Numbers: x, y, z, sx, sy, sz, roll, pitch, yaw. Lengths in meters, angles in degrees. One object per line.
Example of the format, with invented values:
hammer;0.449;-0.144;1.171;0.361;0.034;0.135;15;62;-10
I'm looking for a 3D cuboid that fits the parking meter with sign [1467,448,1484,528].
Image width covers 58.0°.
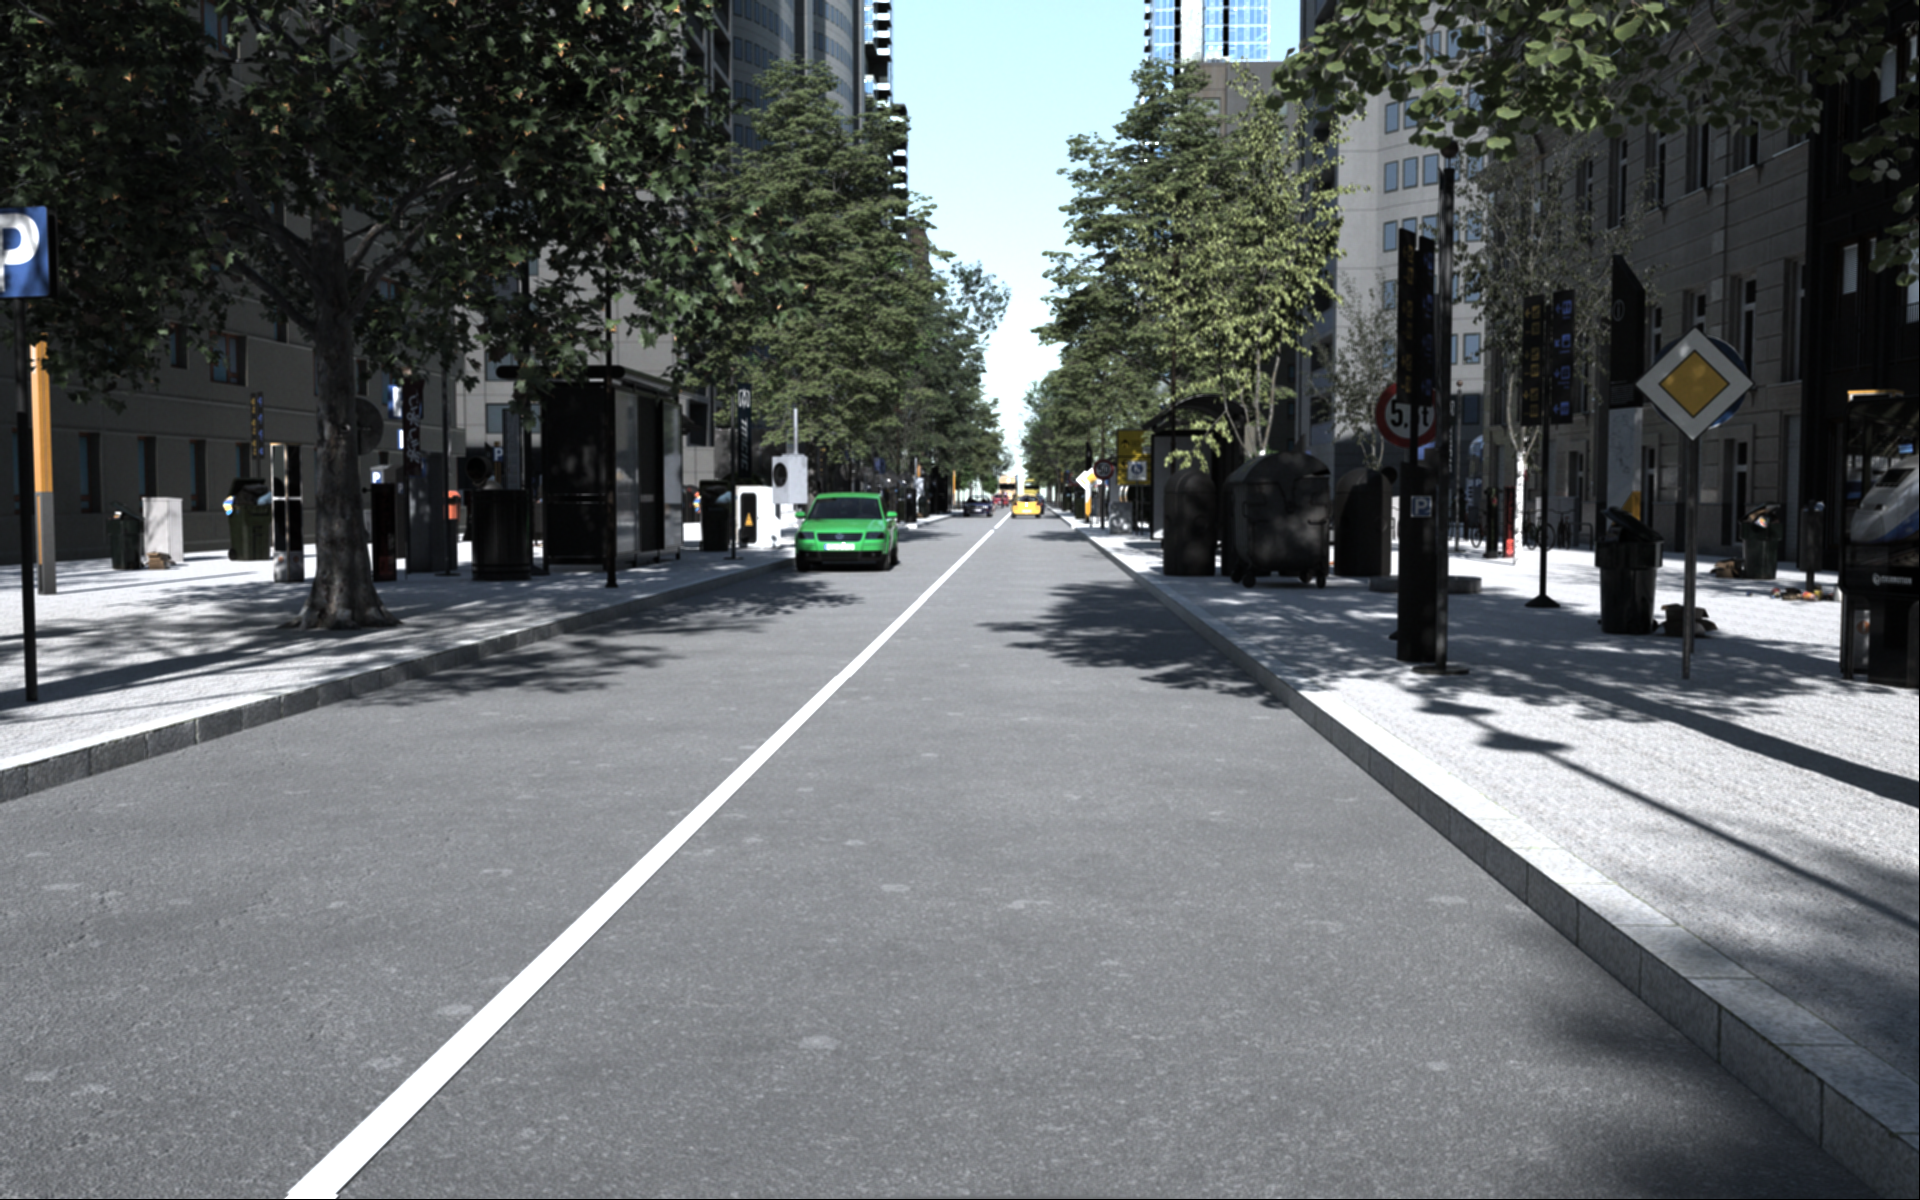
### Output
parking meter with sign;19.638;-4.225;65.341;0.543;3.016;1.738;2;4;34

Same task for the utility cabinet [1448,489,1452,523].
utility cabinet;21.389;-4.137;76.325;0.318;1.500;1.173;2;4;25

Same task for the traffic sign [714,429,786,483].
traffic sign;-6.537;-3.674;53.935;2.265;3.308;0.079;0;4;4

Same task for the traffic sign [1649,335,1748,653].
traffic sign;5.886;-0.844;13.912;0.768;2.556;0.104;1;4;10

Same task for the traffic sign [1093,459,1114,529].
traffic sign;5.193;-3.827;62.684;0.768;2.556;0.104;1;4;9

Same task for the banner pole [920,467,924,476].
banner pole;-3.232;-9.615;147.214;0.401;3.779;0.863;2;4;27

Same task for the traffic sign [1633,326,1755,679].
traffic sign;5.049;-0.660;11.984;0.795;2.450;0.064;1;4;8

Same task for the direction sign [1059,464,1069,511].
direction sign;7.751;-8.362;128.722;0.876;3.537;0.379;-2;4;-31

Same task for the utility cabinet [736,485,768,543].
utility cabinet;-5.336;-2.194;44.545;0.318;1.500;1.173;-3;4;-37

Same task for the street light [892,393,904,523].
street light;-2.701;-6.286;75.561;0.468;5.910;1.993;0;4;2

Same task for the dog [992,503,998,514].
dog;2.247;-6.459;122.443;0.513;0.831;0.800;-2;4;-30

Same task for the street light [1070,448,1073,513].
street light;7.515;-8.790;116.508;0.468;5.910;1.993;0;4;2

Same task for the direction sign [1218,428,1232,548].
direction sign;6.280;-3.014;41.276;0.379;3.537;0.876;-1;4;-14

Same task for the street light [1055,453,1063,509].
street light;9.292;-11.477;160.429;0.468;5.910;1.993;0;4;2

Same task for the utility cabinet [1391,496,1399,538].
utility cabinet;13.114;-2.444;51.128;1.020;1.237;0.306;-3;5;-43

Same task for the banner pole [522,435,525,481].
banner pole;-13.833;-3.989;55.236;0.401;3.779;0.863;0;4;6

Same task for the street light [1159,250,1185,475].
street light;4.058;-3.677;32.907;0.468;5.910;1.993;0;4;2

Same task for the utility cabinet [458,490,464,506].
utility cabinet;-24.339;-4.736;86.108;1.173;1.500;0.318;-2;4;-25

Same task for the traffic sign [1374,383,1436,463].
traffic sign;4.995;-1.176;19.328;0.768;2.556;0.104;0;4;4

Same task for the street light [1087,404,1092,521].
street light;6.224;-6.794;83.878;0.468;5.910;1.993;0;4;2

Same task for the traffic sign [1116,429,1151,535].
traffic sign;6.001;-3.675;53.957;2.265;3.308;0.079;0;4;3

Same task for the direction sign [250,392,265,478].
direction sign;-15.669;-2.856;38.690;0.379;3.537;0.876;-3;4;-37

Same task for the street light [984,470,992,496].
street light;3.703;-16.003;234.431;0.468;5.910;1.993;0;4;2

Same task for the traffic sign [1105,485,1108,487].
traffic sign;10.740;-7.512;122.819;0.884;2.594;0.081;0;4;7

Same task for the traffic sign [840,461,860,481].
traffic sign;-4.234;-4.075;66.730;0.768;2.556;0.104;0;4;6

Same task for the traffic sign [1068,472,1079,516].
traffic sign;6.777;-6.238;102.101;0.768;2.556;0.104;1;4;9

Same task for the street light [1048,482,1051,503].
street light;11.927;-15.412;224.767;0.468;5.910;1.993;0;4;2

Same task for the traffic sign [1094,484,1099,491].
traffic sign;9.585;-7.500;122.726;0.768;2.556;0.104;0;4;8

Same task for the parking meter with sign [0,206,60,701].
parking meter with sign;-5.976;-0.831;9.851;0.543;3.016;1.738;1;4;16

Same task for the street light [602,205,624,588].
street light;-4.787;-3.109;23.625;0.468;5.910;1.993;0;4;2

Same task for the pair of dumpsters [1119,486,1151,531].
pair of dumpsters;6.551;-3.607;61.469;1.574;2.255;4.437;0;4;2

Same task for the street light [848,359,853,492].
street light;-3.545;-5.077;55.797;0.468;5.910;1.993;0;4;2

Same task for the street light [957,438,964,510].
street light;-0.073;-10.269;140.693;0.468;5.910;1.993;0;4;2

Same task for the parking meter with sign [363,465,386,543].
parking meter with sign;-15.163;-3.021;45.659;0.543;3.016;1.738;2;4;26

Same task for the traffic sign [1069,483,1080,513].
traffic sign;7.599;-7.060;115.431;0.884;2.594;0.081;1;4;10

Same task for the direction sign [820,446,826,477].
direction sign;-6.193;-5.458;81.242;0.876;3.537;0.379;-2;4;-35

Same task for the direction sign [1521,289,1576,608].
direction sign;6.627;-1.688;19.597;0.379;3.537;0.876;-1;4;-19

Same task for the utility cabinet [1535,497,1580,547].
utility cabinet;14.612;-1.910;42.383;0.306;1.237;1.020;-3;5;-43

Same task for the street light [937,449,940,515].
street light;-1.362;-8.302;108.523;0.468;5.910;1.993;0;4;2

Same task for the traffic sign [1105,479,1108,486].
traffic sign;10.028;-7.060;115.532;0.768;2.556;0.104;1;4;9

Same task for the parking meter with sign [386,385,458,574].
parking meter with sign;-8.792;-1.973;28.522;0.543;3.016;1.738;0;4;4

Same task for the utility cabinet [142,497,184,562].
utility cabinet;-15.140;-1.331;32.918;1.020;1.237;0.306;3;5;40

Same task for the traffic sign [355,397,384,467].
traffic sign;-7.961;-1.390;22.834;0.768;2.556;0.104;1;4;10

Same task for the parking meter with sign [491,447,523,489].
parking meter with sign;-16.368;-4.105;63.370;1.738;3.016;0.543;3;4;38

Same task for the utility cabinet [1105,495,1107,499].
utility cabinet;12.364;-8.204;145.303;0.306;1.237;1.020;-1;4;-14

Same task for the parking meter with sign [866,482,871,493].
parking meter with sign;-5.728;-7.080;112.012;0.543;3.016;1.738;3;4;37

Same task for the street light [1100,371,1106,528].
street light;5.365;-5.647;65.109;0.468;5.910;1.993;0;4;2

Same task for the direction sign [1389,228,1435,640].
direction sign;3.987;-1.419;15.205;0.379;3.537;0.876;2;4;33

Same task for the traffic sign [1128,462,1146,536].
traffic sign;5.465;-3.141;53.490;0.606;2.300;0.079;1;4;12
